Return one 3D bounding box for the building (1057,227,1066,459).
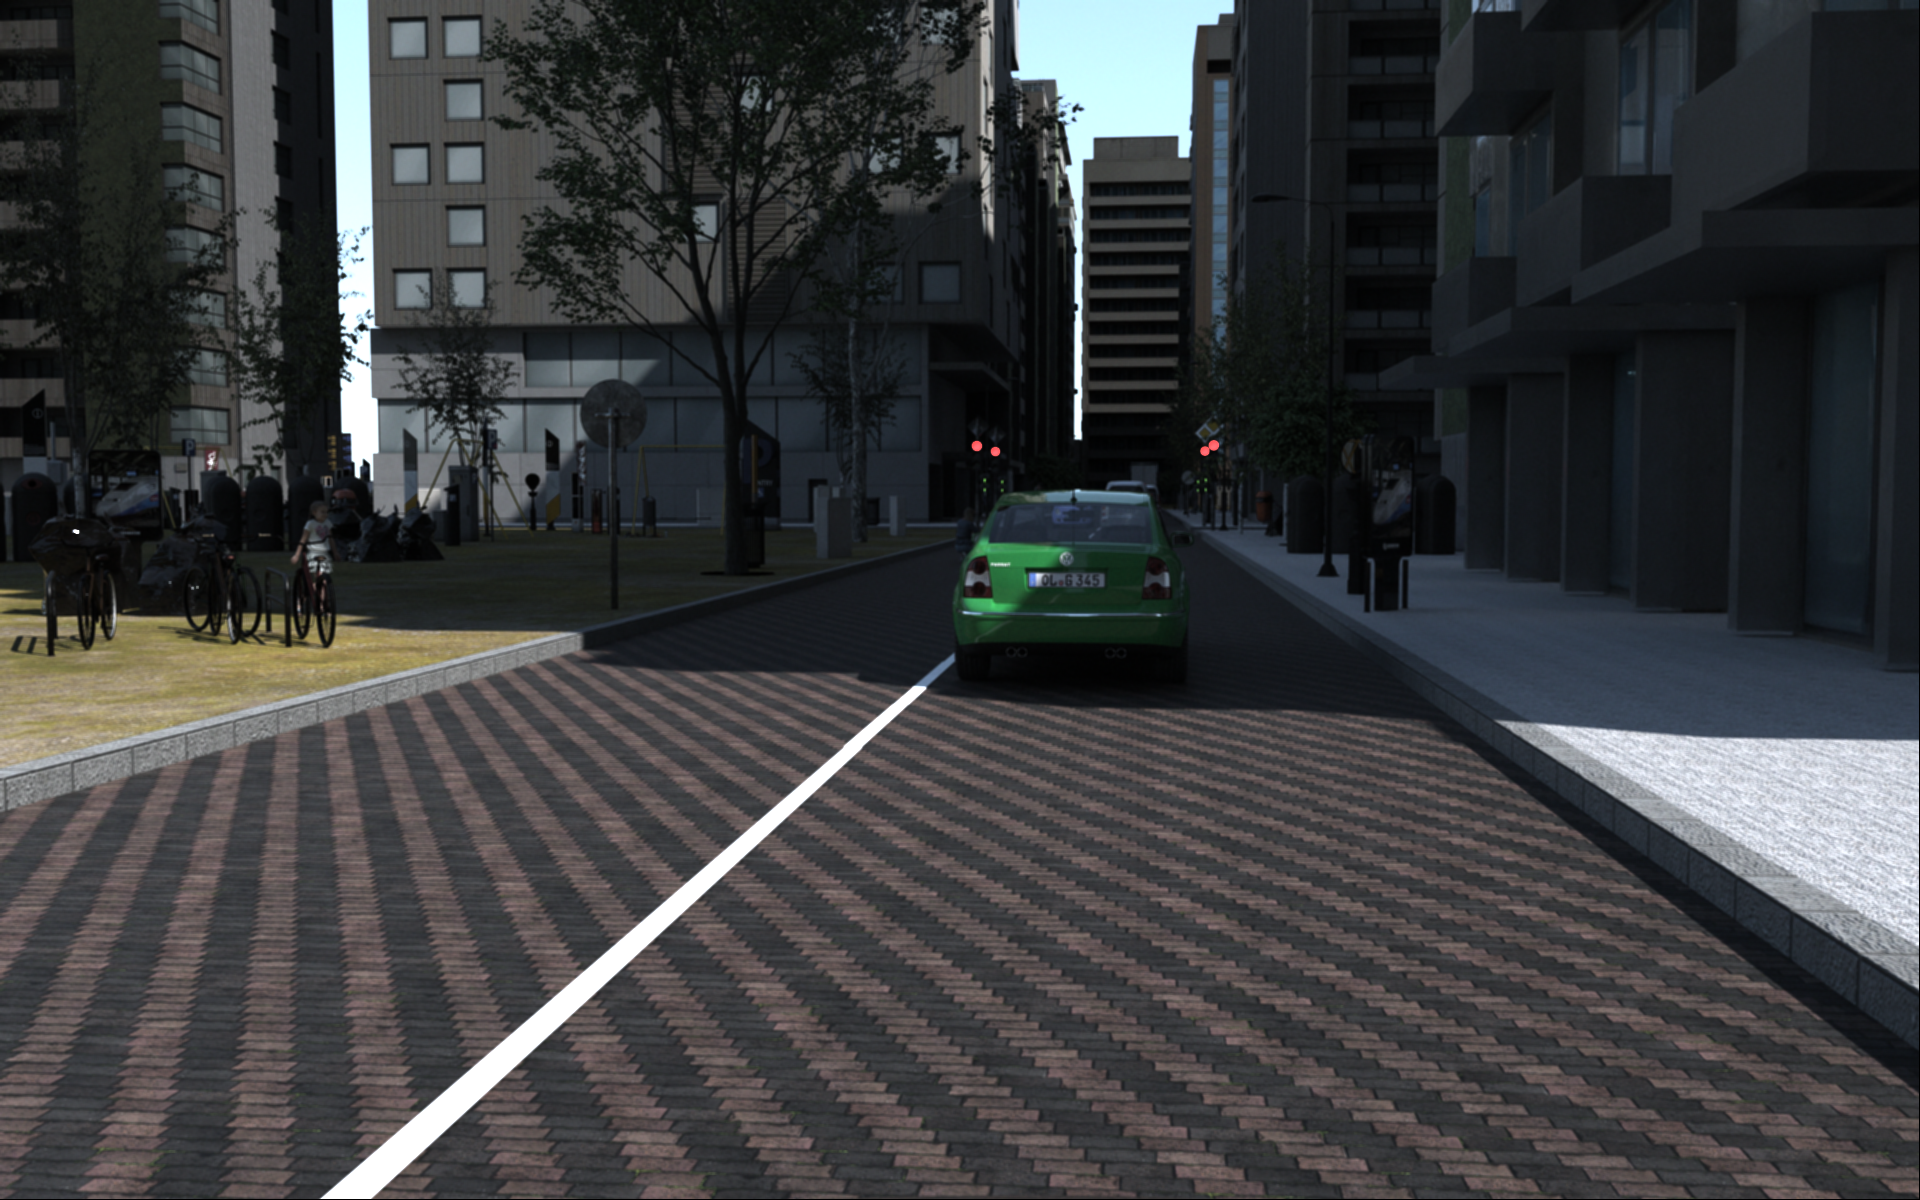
[{"bbox_3d":[3.720,-25.022,180.816,14.160,30.474,14.107,0,4,6],"label":"building"}]

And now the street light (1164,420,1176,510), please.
[{"bbox_3d":[13.643,-8.332,108.767,1.470,5.913,1.316,0,4,6],"label":"street light"}]

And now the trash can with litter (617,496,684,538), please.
[{"bbox_3d":[-9.453,-2.492,51.796,2.233,1.210,1.678,3,5,41],"label":"trash can with litter"}]

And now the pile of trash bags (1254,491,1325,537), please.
[{"bbox_3d":[10.162,-2.649,53.069,1.912,1.369,3.447,3,5,45],"label":"pile of trash bags"}]

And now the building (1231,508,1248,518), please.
[{"bbox_3d":[22.378,-19.921,97.406,14.160,30.474,14.107,0,4,6],"label":"building"}]

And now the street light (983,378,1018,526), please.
[{"bbox_3d":[1.633,-5.925,69.408,1.470,5.913,1.316,0,4,6],"label":"street light"}]

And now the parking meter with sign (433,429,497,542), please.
[{"bbox_3d":[-13.406,-3.090,46.786,1.738,3.016,0.543,1,4,14],"label":"parking meter with sign"}]

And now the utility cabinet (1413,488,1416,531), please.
[{"bbox_3d":[15.398,-3.105,59.446,0.318,1.500,1.173,-1,4,-13],"label":"utility cabinet"}]

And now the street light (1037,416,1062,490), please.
[{"bbox_3d":[5.169,-8.002,103.367,1.470,5.913,1.316,0,4,6],"label":"street light"}]

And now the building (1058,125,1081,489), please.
[{"bbox_3d":[3.598,-40.042,243.923,27.495,52.752,28.713,0,4,6],"label":"building"}]

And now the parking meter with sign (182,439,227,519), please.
[{"bbox_3d":[-23.575,-3.574,54.691,1.738,3.016,0.543,1,4,10],"label":"parking meter with sign"}]

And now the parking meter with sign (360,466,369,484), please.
[{"bbox_3d":[-36.899,-6.757,106.738,0.543,3.016,1.738,0,4,-5],"label":"parking meter with sign"}]

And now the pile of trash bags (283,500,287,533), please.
[{"bbox_3d":[-22.145,-3.022,59.168,1.912,1.369,3.447,3,5,41],"label":"pile of trash bags"}]

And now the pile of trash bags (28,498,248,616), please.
[{"bbox_3d":[-9.606,-0.565,18.983,3.447,1.369,1.912,0,4,3],"label":"pile of trash bags"}]

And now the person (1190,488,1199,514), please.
[{"bbox_3d":[14.877,-6.352,110.005,0.679,1.850,0.850,3,5,43],"label":"person"}]

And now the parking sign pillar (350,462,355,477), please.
[{"bbox_3d":[-44.169,-8.278,123.822,1.447,3.967,1.447,0,4,-3],"label":"parking sign pillar"}]

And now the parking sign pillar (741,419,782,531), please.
[{"bbox_3d":[-6.973,-4.416,60.668,1.447,3.967,1.447,1,4,14],"label":"parking sign pillar"}]

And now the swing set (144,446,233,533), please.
[{"bbox_3d":[-26.035,-3.690,57.958,2.862,2.851,3.119,2,4,29],"label":"swing set"}]

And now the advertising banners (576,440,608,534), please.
[{"bbox_3d":[-11.769,-3.668,56.163,2.074,3.025,0.090,3,4,38],"label":"advertising banners"}]

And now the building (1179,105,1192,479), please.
[{"bbox_3d":[35.862,-34.623,185.688,23.786,49.044,30.456,0,4,6],"label":"building"}]

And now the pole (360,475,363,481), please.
[{"bbox_3d":[-43.156,-8.016,124.901,0.158,3.312,0.155,0,3,0],"label":"pole"}]

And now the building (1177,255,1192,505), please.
[{"bbox_3d":[33.417,-26.776,209.492,14.160,30.474,14.107,0,4,6],"label":"building"}]

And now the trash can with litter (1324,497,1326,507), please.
[{"bbox_3d":[12.143,-2.934,59.359,1.055,1.170,0.624,2,4,33],"label":"trash can with litter"}]

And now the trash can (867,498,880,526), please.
[{"bbox_3d":[-3.583,-3.596,70.441,0.748,1.137,0.748,0,3,0],"label":"trash can"}]

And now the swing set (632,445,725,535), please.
[{"bbox_3d":[-8.962,-3.557,55.772,3.119,2.851,2.862,0,4,2],"label":"swing set"}]

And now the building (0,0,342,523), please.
[{"bbox_3d":[-38.475,-18.858,80.022,14.107,30.474,14.160,0,4,6],"label":"building"}]

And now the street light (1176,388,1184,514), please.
[{"bbox_3d":[10.271,-6.285,75.304,1.470,5.913,1.316,0,4,6],"label":"street light"}]

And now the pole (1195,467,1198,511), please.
[{"bbox_3d":[17.588,-8.245,128.648,0.158,3.312,0.155,0,3,0],"label":"pole"}]

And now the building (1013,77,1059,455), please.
[{"bbox_3d":[2.071,-29.536,166.512,14.154,41.232,14.086,0,4,6],"label":"building"}]

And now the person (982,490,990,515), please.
[{"bbox_3d":[1.643,-6.045,104.901,0.654,1.822,0.581,-3,5,-44],"label":"person"}]

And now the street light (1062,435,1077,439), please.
[{"bbox_3d":[8.597,-10.082,137.375,1.470,5.913,1.316,0,4,6],"label":"street light"}]

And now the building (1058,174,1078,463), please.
[{"bbox_3d":[1.724,-31.312,203.836,23.993,40.220,32.217,0,4,6],"label":"building"}]

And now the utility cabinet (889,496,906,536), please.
[{"bbox_3d":[-1.908,-2.582,53.374,0.306,1.237,1.020,-1,4,-16],"label":"utility cabinet"}]

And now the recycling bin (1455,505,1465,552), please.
[{"bbox_3d":[11.047,-1.613,38.921,0.722,1.027,0.722,0,4,6],"label":"recycling bin"}]

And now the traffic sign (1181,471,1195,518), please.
[{"bbox_3d":[12.431,-5.761,94.295,0.768,2.556,0.104,1,4,9],"label":"traffic sign"}]

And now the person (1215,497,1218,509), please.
[{"bbox_3d":[21.942,-8.755,149.195,0.705,1.823,1.348,2,4,25],"label":"person"}]

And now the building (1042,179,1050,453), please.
[{"bbox_3d":[0.544,-23.312,152.853,14.160,30.474,14.107,0,4,6],"label":"building"}]

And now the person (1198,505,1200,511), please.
[{"bbox_3d":[17.638,-7.507,129.618,0.563,1.720,0.643,-2,4,-34],"label":"person"}]

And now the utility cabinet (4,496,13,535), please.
[{"bbox_3d":[-30.132,-2.627,54.117,1.020,1.237,0.306,0,4,-3],"label":"utility cabinet"}]

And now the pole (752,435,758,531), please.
[{"bbox_3d":[-7.052,-4.020,59.570,0.158,3.312,0.155,0,3,0],"label":"pole"}]

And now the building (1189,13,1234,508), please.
[{"bbox_3d":[28.886,-31.370,163.012,14.600,45.320,14.200,0,4,6],"label":"building"}]

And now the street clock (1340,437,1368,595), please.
[{"bbox_3d":[5.099,-1.075,22.145,0.358,2.002,0.471,-3,4,-38],"label":"street clock"}]

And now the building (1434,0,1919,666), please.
[{"bbox_3d":[17.925,-24.367,18.013,23.786,49.044,30.456,0,4,6],"label":"building"}]

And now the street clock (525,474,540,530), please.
[{"bbox_3d":[-15.057,-3.455,61.059,0.471,2.002,0.358,0,4,-3],"label":"street clock"}]

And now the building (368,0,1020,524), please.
[{"bbox_3d":[-11.127,-30.416,86.533,28.713,52.752,27.495,0,4,6],"label":"building"}]

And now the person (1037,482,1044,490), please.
[{"bbox_3d":[2.497,-2.833,54.999,0.466,1.800,0.511,-3,5,-41],"label":"person"}]

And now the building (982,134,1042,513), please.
[{"bbox_3d":[-1.179,-22.359,137.273,14.160,30.474,14.107,0,4,6],"label":"building"}]

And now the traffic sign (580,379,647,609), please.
[{"bbox_3d":[-3.851,-1.170,19.228,0.768,2.556,0.104,0,4,8],"label":"traffic sign"}]

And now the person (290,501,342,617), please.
[{"bbox_3d":[-6.761,-0.439,18.236,0.382,1.210,0.505,2,4,23],"label":"person"}]

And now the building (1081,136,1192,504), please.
[{"bbox_3d":[27.576,-37.527,237.261,21.600,48.544,21.300,0,4,6],"label":"building"}]

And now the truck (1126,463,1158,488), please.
[{"bbox_3d":[16.765,-10.428,159.409,2.839,4.237,11.283,0,4,4],"label":"truck"}]

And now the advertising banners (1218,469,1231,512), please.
[{"bbox_3d":[19.440,-8.067,128.077,0.090,3.025,2.074,-1,4,-9],"label":"advertising banners"}]

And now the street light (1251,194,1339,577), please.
[{"bbox_3d":[5.199,-3.324,26.893,1.470,5.913,1.316,0,4,6],"label":"street light"}]

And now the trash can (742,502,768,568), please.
[{"bbox_3d":[-3.694,-1.125,30.046,0.748,1.137,0.748,0,3,0],"label":"trash can"}]

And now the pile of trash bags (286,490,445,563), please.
[{"bbox_3d":[-11.603,-1.485,34.035,1.912,1.369,3.447,-3,5,-40],"label":"pile of trash bags"}]

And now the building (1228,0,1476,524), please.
[{"bbox_3d":[19.169,-23.947,75.122,14.086,41.232,14.154,0,4,6],"label":"building"}]

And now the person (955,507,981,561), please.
[{"bbox_3d":[0.163,-1.397,36.838,0.738,1.151,1.012,-3,5,-43],"label":"person"}]

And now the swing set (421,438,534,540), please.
[{"bbox_3d":[-14.151,-3.208,50.071,2.862,2.851,3.119,0,4,1],"label":"swing set"}]

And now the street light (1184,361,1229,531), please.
[{"bbox_3d":[8.717,-5.389,60.653,1.470,5.913,1.316,0,4,6],"label":"street light"}]

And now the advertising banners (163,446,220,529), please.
[{"bbox_3d":[-28.158,-4.109,63.369,2.074,3.025,0.090,-1,4,-22],"label":"advertising banners"}]
